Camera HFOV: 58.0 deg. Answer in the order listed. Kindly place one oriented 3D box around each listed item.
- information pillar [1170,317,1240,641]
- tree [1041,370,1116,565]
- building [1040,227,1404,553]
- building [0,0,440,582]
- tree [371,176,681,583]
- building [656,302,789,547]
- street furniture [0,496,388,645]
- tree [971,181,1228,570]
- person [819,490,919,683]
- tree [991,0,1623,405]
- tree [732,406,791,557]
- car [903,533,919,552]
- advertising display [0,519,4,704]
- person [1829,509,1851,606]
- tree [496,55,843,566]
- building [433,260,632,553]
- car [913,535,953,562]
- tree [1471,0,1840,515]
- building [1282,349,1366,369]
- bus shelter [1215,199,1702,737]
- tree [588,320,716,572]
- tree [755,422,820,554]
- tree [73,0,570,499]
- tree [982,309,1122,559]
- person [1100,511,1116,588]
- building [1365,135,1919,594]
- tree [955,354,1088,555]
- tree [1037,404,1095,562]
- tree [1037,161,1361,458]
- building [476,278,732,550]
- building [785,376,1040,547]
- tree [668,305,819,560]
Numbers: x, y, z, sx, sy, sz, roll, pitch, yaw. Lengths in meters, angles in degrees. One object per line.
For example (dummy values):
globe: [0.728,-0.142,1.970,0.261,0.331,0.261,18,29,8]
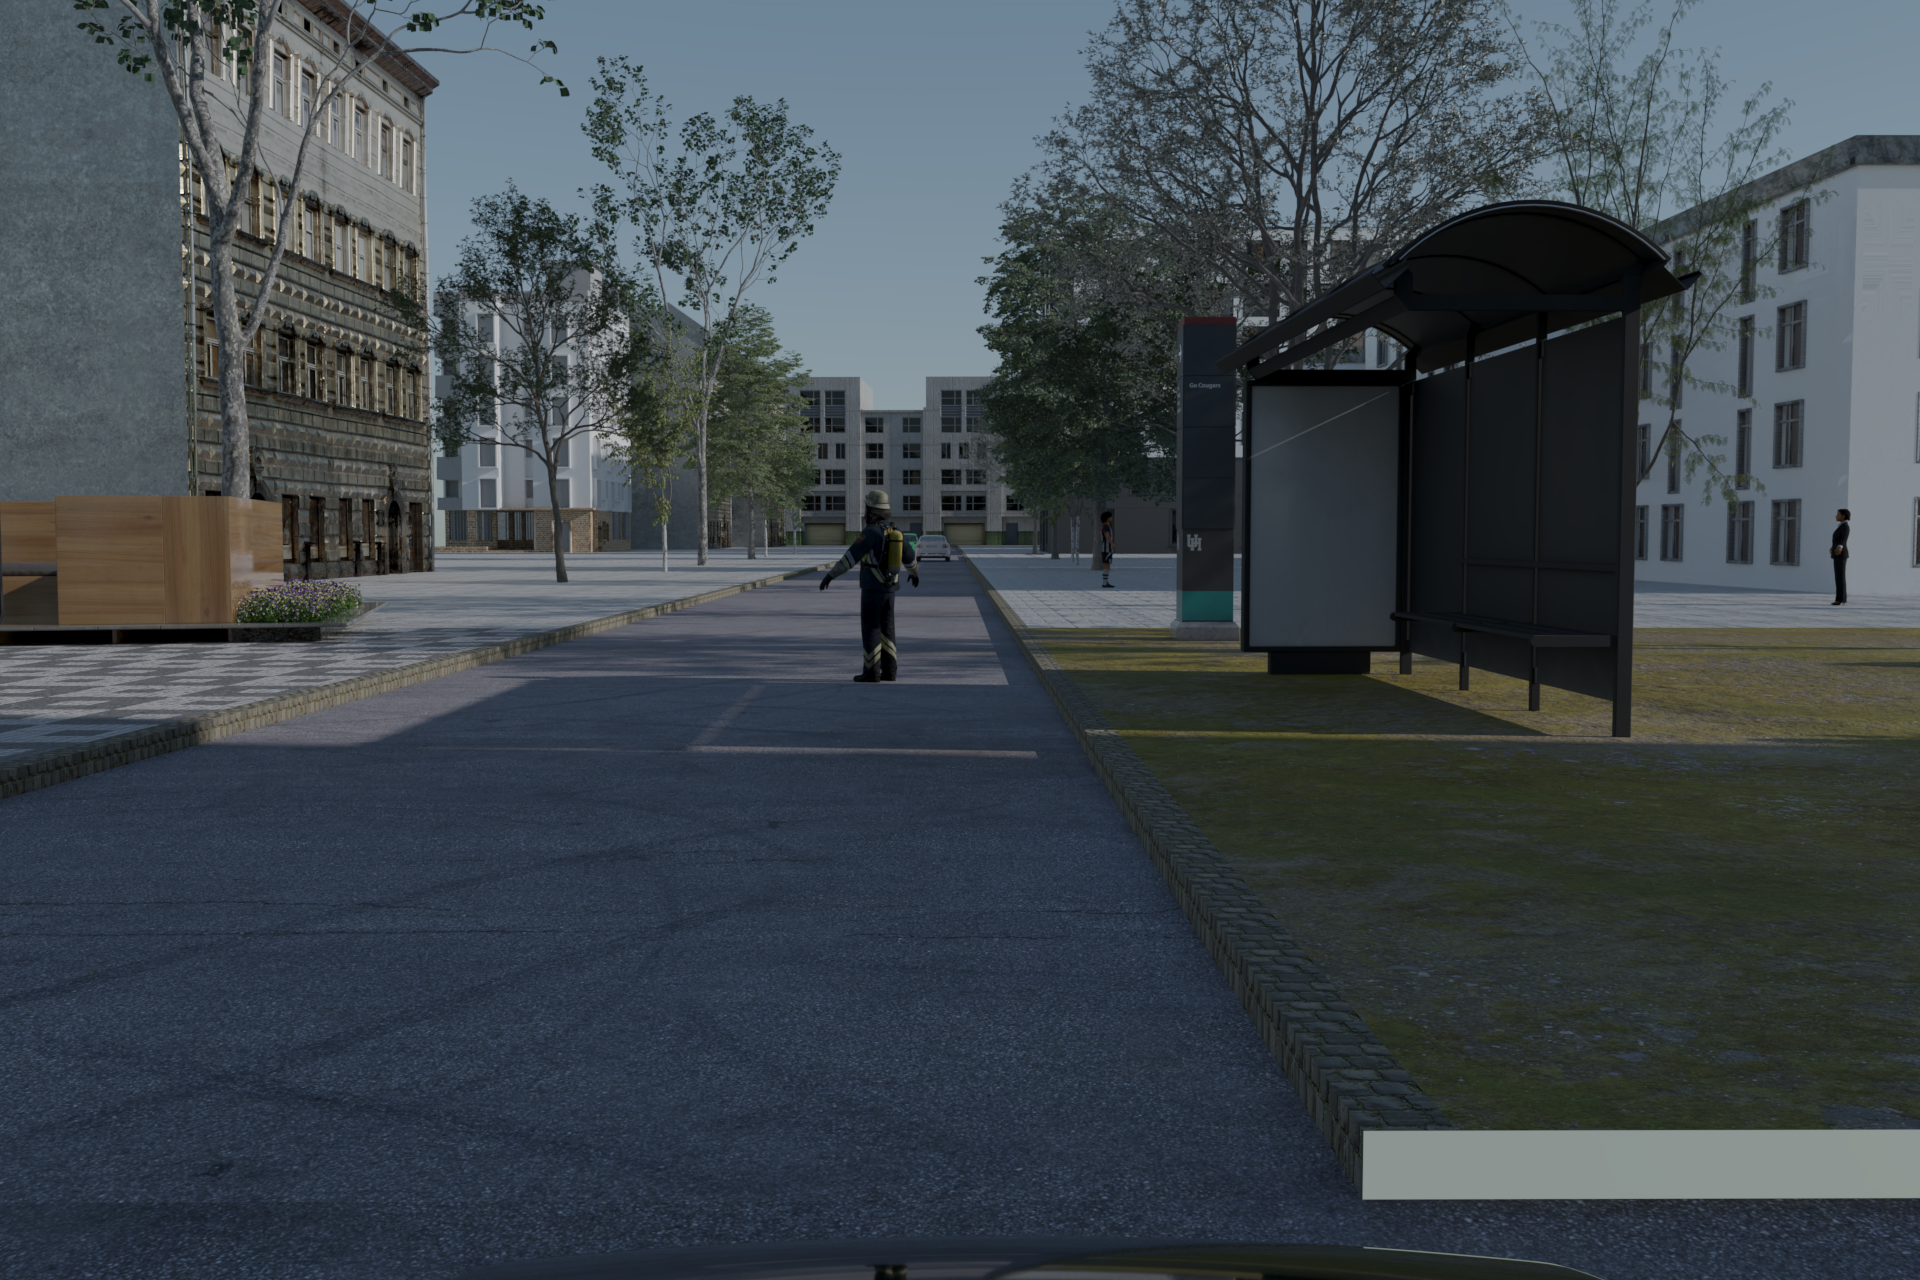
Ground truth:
information pillar: [2.977,-1.934,21.002,0.750,3.857,0.750,0,4,1]
tree: [4.874,-7.395,71.276,4.737,8.622,4.395,0,3,0]
building: [19.877,-17.600,131.738,27.936,21.610,32.646,0,4,0]
building: [-27.180,-13.347,49.145,19.493,23.208,18.063,0,4,0]
tree: [-10.832,-6.801,45.616,7.601,10.594,8.767,1,4,19]
building: [-27.671,-20.965,173.705,19.493,23.208,18.063,0,4,0]
street furniture: [-10.465,-1.017,23.477,9.812,1.723,11.010,-1,4,-14]
tree: [4.892,-9.429,60.825,9.857,13.997,8.962,0,3,0]
person: [-0.814,-0.525,16.812,0.705,1.856,1.354,3,5,40]
tree: [5.700,-7.256,29.012,12.009,13.543,11.850,0,3,0]
tree: [-10.620,-8.877,95.509,4.360,8.622,3.978,0,3,0]
car: [-3.318,-5.997,106.849,1.959,1.807,4.718,0,4,-1]
advertising display: [-7.285,-0.452,12.598,0.123,1.923,0.974,0,4,-1]
person: [15.774,-1.496,31.185,0.721,1.740,1.216,1,4,22]
tree: [-11.831,-13.119,70.379,12.611,20.169,13.585,0,3,0]
building: [-30.389,-16.184,121.029,16.016,20.090,11.380,0,4,0]
car: [-1.430,-4.833,91.383,2.083,1.381,4.827,0,3,0]
tree: [8.364,-4.371,21.826,4.360,8.622,3.978,0,3,0]
building: [19.702,-8.367,78.941,9.099,9.664,28.070,0,4,0]
bus shelter: [3.416,-1.184,13.277,2.014,3.302,5.546,0,4,-1]
tree: [-10.274,-6.627,58.709,4.737,8.622,4.395,0,3,0]
tree: [-10.665,-9.737,109.559,4.737,8.622,4.395,0,3,0]
tree: [-10.021,-10.224,23.045,12.611,20.169,13.585,0,3,0]
tree: [4.957,-10.345,87.264,7.486,12.596,7.792,0,3,0]
person: [3.550,-2.162,41.497,0.704,1.843,1.345,0,4,-1]
building: [19.532,-6.636,50.641,9.099,9.664,28.070,0,4,0]
tree: [4.782,-12.055,107.474,12.009,13.543,11.850,0,3,0]
tree: [5.262,-7.876,79.139,4.360,8.622,3.978,0,3,0]
tree: [5.907,-6.676,43.563,8.767,10.594,7.601,-2,4,-27]
building: [-30.609,-19.609,151.529,19.493,23.208,18.063,0,4,0]
building: [-3.524,-20.326,201.242,31.486,18.905,16.747,0,4,2]
tree: [-10.879,-10.298,86.500,7.486,12.596,7.792,0,3,0]
